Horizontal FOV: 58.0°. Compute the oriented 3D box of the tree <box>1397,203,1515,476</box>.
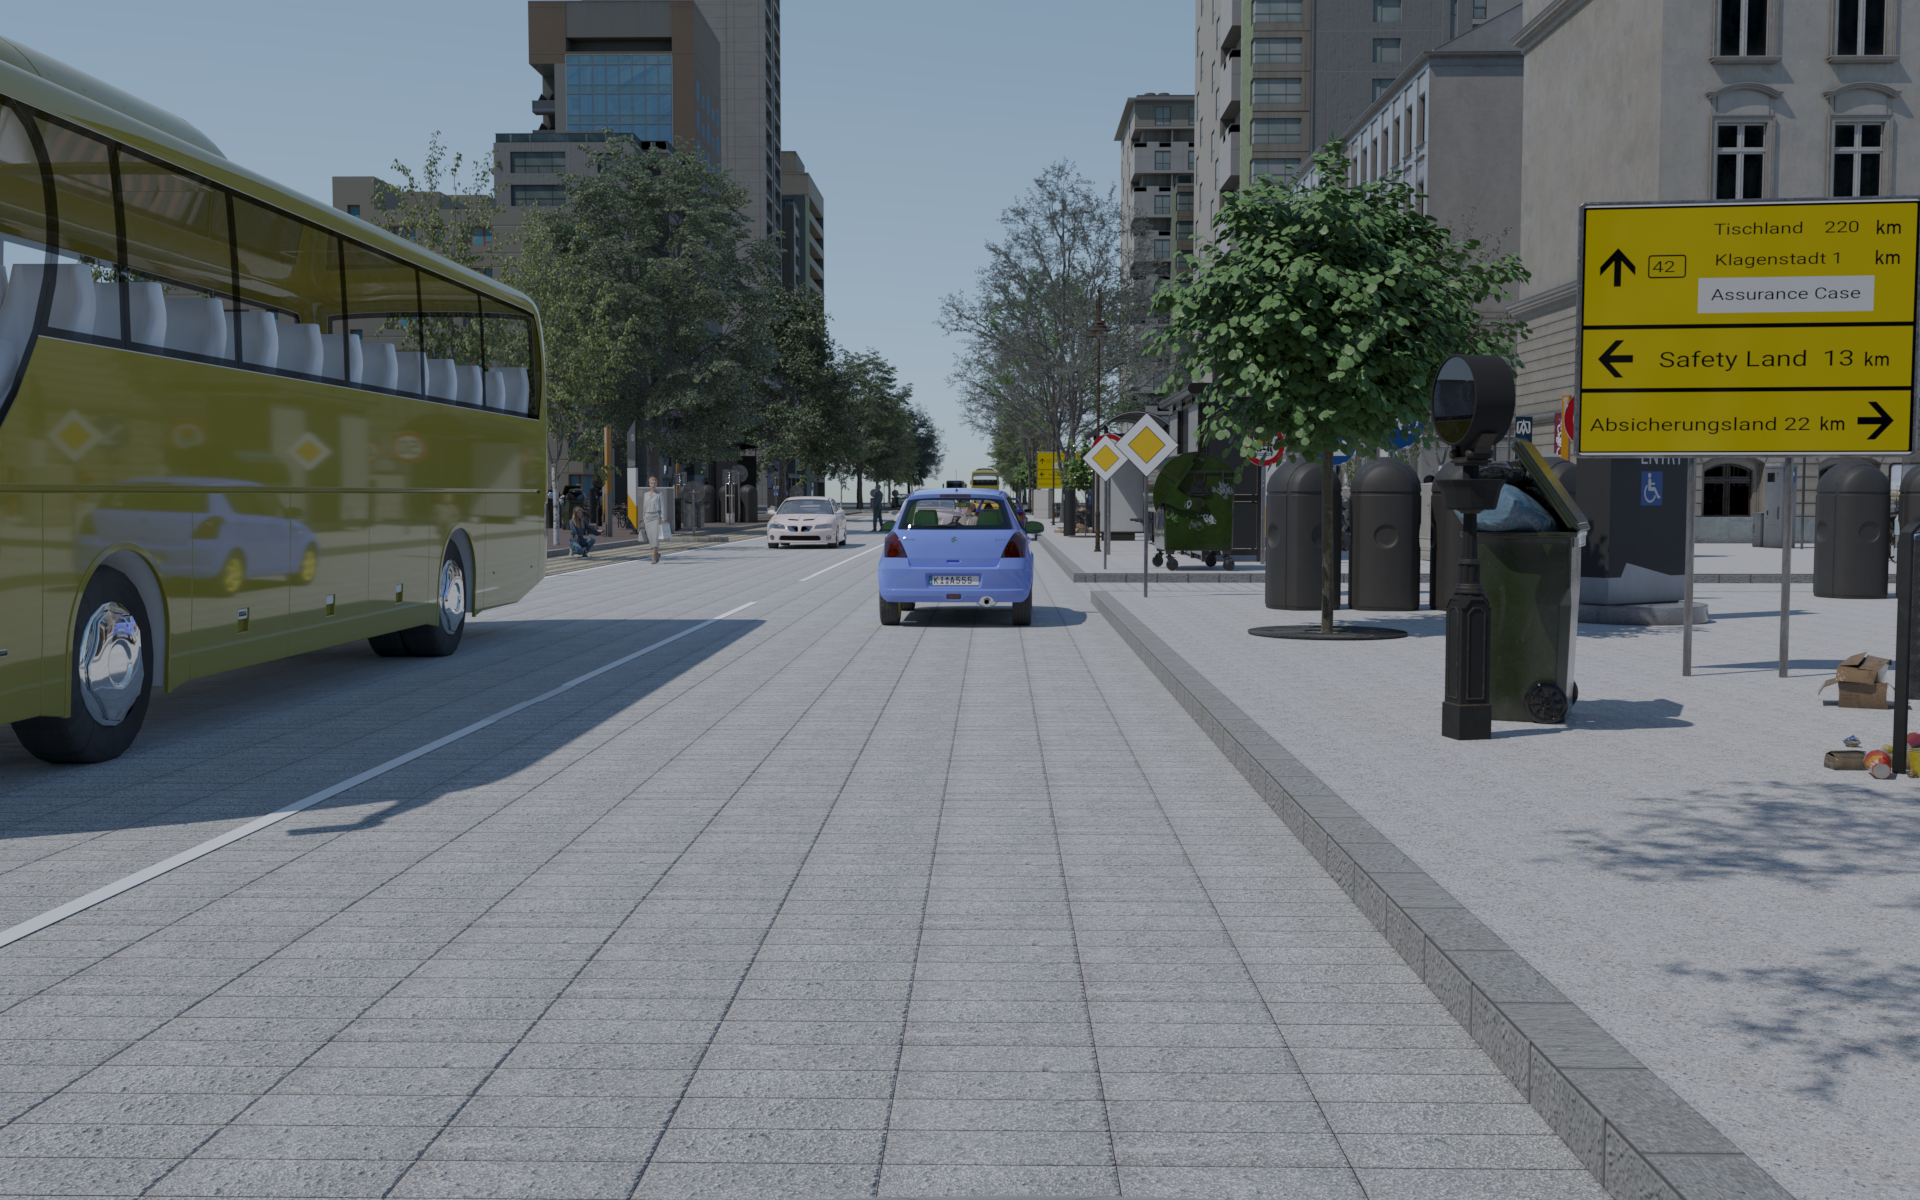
[{"bbox_3d":[12.297,-5.761,44.562,4.360,8.622,3.978,0,3,0],"label":"tree"}]

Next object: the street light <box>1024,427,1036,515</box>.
[{"bbox_3d":[4.705,-8.730,115.518,0.468,5.910,1.993,0,4,1],"label":"street light"}]

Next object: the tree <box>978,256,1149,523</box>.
[{"bbox_3d":[4.567,-9.244,76.895,9.928,11.665,9.643,0,3,0],"label":"tree"}]

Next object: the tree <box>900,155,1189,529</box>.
[{"bbox_3d":[4.062,-9.389,63.882,12.009,13.543,11.850,0,3,0],"label":"tree"}]

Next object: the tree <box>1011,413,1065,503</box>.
[{"bbox_3d":[6.527,-11.781,142.981,4.737,8.622,4.395,0,3,0],"label":"tree"}]

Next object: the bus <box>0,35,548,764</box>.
[{"bbox_3d":[-5.697,-1.278,12.444,2.896,3.916,12.252,0,4,0],"label":"bus"}]

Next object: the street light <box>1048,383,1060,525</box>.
[{"bbox_3d":[3.829,-5.995,70.802,0.468,5.910,1.993,0,4,1],"label":"street light"}]

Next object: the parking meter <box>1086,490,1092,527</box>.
[{"bbox_3d":[5.014,-3.574,66.848,0.372,1.533,0.369,0,3,0],"label":"parking meter"}]

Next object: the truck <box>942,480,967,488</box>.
[{"bbox_3d":[-0.627,-15.376,247.327,3.469,3.379,9.791,0,4,2],"label":"truck"}]

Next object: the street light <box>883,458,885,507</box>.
[{"bbox_3d":[-7.544,-12.181,171.954,0.468,5.910,1.993,0,4,1],"label":"street light"}]

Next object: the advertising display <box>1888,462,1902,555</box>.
[{"bbox_3d":[19.383,-1.833,35.178,0.974,1.923,0.123,1,4,21],"label":"advertising display"}]

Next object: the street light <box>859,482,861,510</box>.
[{"bbox_3d":[-8.053,-10.194,139.464,0.468,5.910,1.993,0,4,1],"label":"street light"}]

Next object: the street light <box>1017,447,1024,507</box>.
[{"bbox_3d":[5.360,-10.717,148.005,0.468,5.910,1.993,0,4,1],"label":"street light"}]

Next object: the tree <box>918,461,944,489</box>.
[{"bbox_3d":[-6.237,-20.210,264.846,8.767,10.594,7.601,-2,4,-34],"label":"tree"}]

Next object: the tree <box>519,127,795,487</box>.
[{"bbox_3d":[-10.837,-9.472,61.525,9.857,13.997,8.962,0,3,0],"label":"tree"}]

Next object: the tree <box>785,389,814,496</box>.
[{"bbox_3d":[-9.902,-9.978,113.499,4.737,8.622,4.395,0,3,0],"label":"tree"}]

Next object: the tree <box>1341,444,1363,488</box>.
[{"bbox_3d":[14.174,-6.849,62.344,4.737,8.622,4.395,0,3,0],"label":"tree"}]

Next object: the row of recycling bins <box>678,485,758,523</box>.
[{"bbox_3d":[-10.791,-4.292,77.279,3.534,1.692,1.069,-1,4,-13],"label":"row of recycling bins"}]

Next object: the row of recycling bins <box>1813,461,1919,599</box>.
[{"bbox_3d":[12.317,-0.846,20.949,3.534,1.692,1.069,1,4,20],"label":"row of recycling bins"}]

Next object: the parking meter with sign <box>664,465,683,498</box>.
[{"bbox_3d":[-16.931,-6.620,104.505,1.738,3.016,0.543,-2,4,-25],"label":"parking meter with sign"}]

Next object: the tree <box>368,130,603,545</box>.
[{"bbox_3d":[-10.598,-5.252,36.227,4.737,8.622,4.395,0,3,0],"label":"tree"}]

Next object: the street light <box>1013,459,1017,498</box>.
[{"bbox_3d":[6.012,-12.716,180.697,0.468,5.910,1.993,0,4,1],"label":"street light"}]

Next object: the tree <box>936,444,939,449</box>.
[{"bbox_3d":[-7.196,-20.707,245.211,9.857,13.997,8.962,0,3,0],"label":"tree"}]

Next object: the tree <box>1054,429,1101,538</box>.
[{"bbox_3d":[3.714,-3.472,51.364,1.663,3.219,1.824,0,3,0],"label":"tree"}]

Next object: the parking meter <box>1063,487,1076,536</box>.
[{"bbox_3d":[3.333,-2.704,52.625,0.372,1.533,0.369,0,3,0],"label":"parking meter"}]

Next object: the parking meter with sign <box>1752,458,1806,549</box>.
[{"bbox_3d":[19.434,-2.735,40.977,0.543,3.016,1.738,-1,4,-9],"label":"parking meter with sign"}]

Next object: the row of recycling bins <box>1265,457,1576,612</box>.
[{"bbox_3d":[5.200,-0.743,19.260,3.534,1.692,1.069,0,4,3],"label":"row of recycling bins"}]

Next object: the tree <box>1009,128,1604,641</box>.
[{"bbox_3d":[3.315,-1.961,15.784,4.285,4.588,4.351,0,3,0],"label":"tree"}]

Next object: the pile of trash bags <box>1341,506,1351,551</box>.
[{"bbox_3d":[10.180,-1.811,39.357,3.447,1.369,1.912,1,4,14],"label":"pile of trash bags"}]

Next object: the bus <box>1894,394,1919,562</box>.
[{"bbox_3d":[20.296,-1.881,25.617,13.247,3.499,2.948,0,4,3],"label":"bus"}]

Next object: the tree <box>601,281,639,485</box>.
[{"bbox_3d":[-10.129,-5.686,43.334,4.737,8.622,4.395,0,3,0],"label":"tree"}]

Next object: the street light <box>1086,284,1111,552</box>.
[{"bbox_3d":[3.059,-4.008,38.318,0.468,5.910,1.993,0,4,1],"label":"street light"}]

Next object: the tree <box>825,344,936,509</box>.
[{"bbox_3d":[-8.472,-14.756,147.913,9.857,13.997,8.962,0,3,0],"label":"tree"}]

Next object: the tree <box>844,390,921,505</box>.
[{"bbox_3d":[-8.441,-17.033,196.613,7.486,12.596,7.792,0,3,0],"label":"tree"}]

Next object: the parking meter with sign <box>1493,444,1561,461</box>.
[{"bbox_3d":[10.824,-2.207,32.345,1.738,3.016,0.543,0,4,7],"label":"parking meter with sign"}]

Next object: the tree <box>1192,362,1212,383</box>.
[{"bbox_3d":[12.097,-7.627,75.064,4.737,8.622,4.395,0,3,0],"label":"tree"}]

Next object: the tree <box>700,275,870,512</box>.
[{"bbox_3d":[-9.252,-10.629,90.791,9.611,12.733,9.660,0,3,0],"label":"tree"}]

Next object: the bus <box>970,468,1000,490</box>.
[{"bbox_3d":[2.367,-10.553,164.087,2.896,3.916,12.252,0,4,1],"label":"bus"}]

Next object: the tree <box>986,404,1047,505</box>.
[{"bbox_3d":[6.347,-16.729,191.645,7.486,12.596,7.792,0,3,0],"label":"tree"}]

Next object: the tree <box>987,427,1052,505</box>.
[{"bbox_3d":[7.797,-17.750,207.222,9.611,12.733,9.660,0,3,0],"label":"tree"}]

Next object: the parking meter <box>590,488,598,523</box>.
[{"bbox_3d":[-16.151,-4.160,76.430,0.372,1.533,0.369,0,3,0],"label":"parking meter"}]

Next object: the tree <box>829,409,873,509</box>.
[{"bbox_3d":[-8.925,-11.202,133.509,4.360,8.622,3.978,0,3,0],"label":"tree"}]
